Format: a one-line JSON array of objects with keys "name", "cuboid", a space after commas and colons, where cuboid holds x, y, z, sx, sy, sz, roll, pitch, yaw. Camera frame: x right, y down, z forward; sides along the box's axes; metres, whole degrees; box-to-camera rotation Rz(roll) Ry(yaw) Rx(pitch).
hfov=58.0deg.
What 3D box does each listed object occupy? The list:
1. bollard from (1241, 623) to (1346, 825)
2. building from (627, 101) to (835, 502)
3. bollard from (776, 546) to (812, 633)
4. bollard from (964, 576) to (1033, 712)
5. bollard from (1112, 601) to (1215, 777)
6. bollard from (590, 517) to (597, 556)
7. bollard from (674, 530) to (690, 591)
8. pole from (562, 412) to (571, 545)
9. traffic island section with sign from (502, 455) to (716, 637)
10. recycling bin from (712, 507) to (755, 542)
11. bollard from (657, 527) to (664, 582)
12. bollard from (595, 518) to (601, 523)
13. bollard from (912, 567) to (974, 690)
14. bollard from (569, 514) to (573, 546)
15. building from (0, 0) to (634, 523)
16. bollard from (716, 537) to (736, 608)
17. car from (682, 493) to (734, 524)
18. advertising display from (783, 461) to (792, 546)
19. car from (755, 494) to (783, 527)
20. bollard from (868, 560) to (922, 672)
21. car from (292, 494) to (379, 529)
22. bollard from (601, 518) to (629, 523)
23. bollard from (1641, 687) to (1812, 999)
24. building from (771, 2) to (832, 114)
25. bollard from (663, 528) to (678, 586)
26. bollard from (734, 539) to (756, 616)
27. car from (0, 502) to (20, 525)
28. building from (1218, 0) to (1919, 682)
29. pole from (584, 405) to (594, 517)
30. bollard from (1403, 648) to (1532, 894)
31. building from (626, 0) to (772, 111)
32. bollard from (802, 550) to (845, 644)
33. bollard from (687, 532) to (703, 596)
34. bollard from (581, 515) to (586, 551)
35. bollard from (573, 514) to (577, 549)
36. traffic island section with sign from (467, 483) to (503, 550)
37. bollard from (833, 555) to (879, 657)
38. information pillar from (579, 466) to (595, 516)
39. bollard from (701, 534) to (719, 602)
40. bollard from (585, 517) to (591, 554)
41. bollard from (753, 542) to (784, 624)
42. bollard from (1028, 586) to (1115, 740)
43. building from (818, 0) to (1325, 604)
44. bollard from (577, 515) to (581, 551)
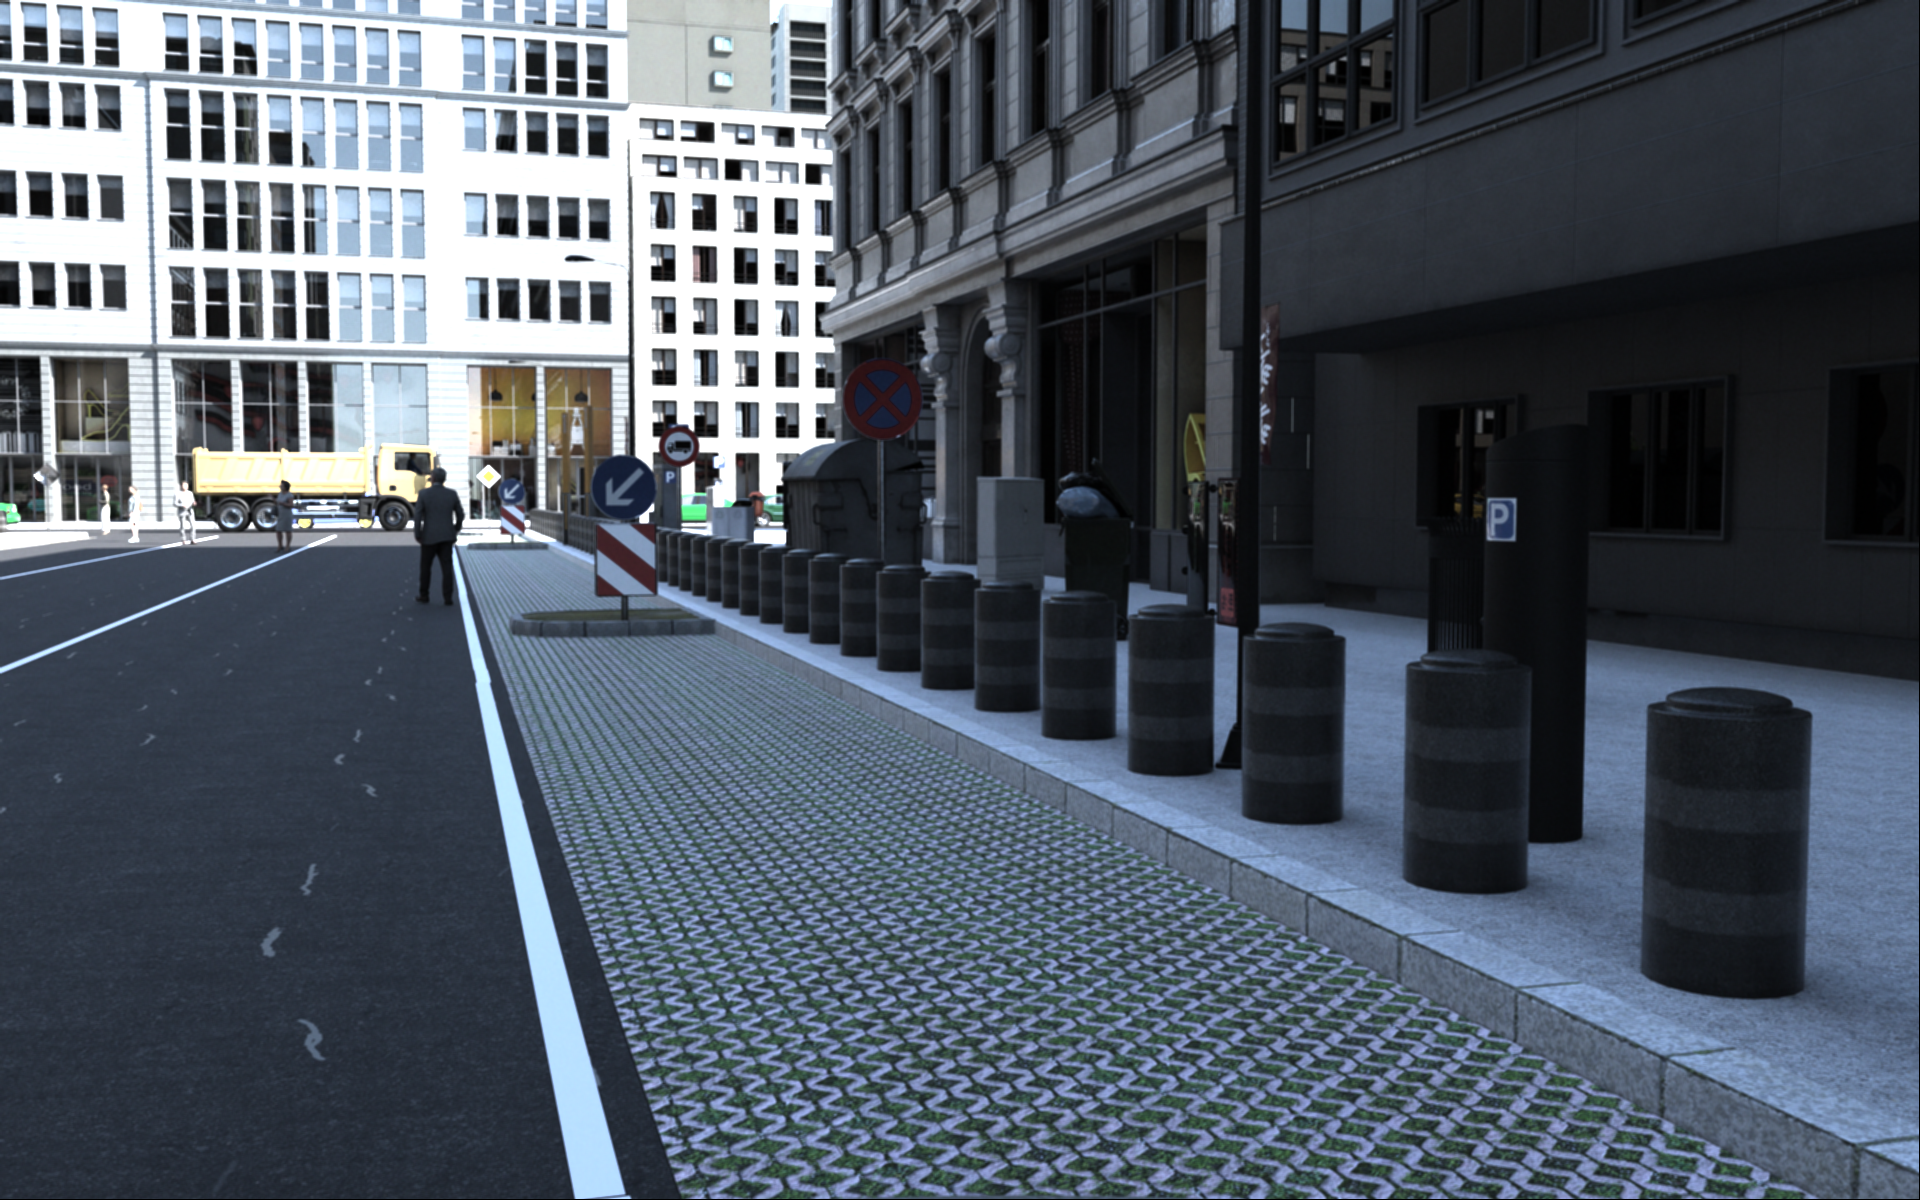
[{"name": "bollard", "cuboid": [1.325, 0.479, 6.888, 0.404, 0.777, 0.398, 0, 3, 0]}, {"name": "building", "cuboid": [-9.016, -14.399, 90.177, 16.860, 20.320, 10.420, -1, 4, -17]}, {"name": "bollard", "cuboid": [-1.447, -0.085, 16.112, 0.404, 0.777, 0.398, 0, 3, 0]}, {"name": "bollard", "cuboid": [0.286, 0.267, 10.344, 0.404, 0.777, 0.398, 0, 3, 0]}, {"name": "bollard", "cuboid": [0.979, 0.408, 8.039, 0.404, 0.777, 0.398, 0, 3, 0]}, {"name": "bollard", "cuboid": [-7.357, -1.287, 35.762, 0.404, 0.777, 0.398, 0, 3, 0]}, {"name": "bollard", "cuboid": [-3.540, -0.510, 23.055, 0.404, 0.777, 0.398, 0, 3, 0]}, {"name": "pole", "cuboid": [-9.851, -3.029, 43.371, 0.158, 3.312, 0.155, 0, 3, 0]}, {"name": "traffic island section with sign", "cuboid": [-3.704, -0.584, 18.184, 1.989, 1.847, 2.006, -1, 4, -17]}, {"name": "recycling bin", "cuboid": [-4.533, -1.351, 34.650, 0.722, 1.027, 0.722, 0, 4, 7]}, {"name": "bollard", "cuboid": [-4.232, -0.651, 25.368, 0.404, 0.777, 0.398, 0, 3, 0]}, {"name": "bollard", "cuboid": [-7.012, -1.217, 34.611, 0.404, 0.777, 0.398, 0, 3, 0]}, {"name": "bollard", "cuboid": [-0.059, 0.197, 11.495, 0.404, 0.777, 0.398, 0, 3, 0]}, {"name": "bollard", "cuboid": [-9.092, -1.640, 41.533, 0.404, 0.777, 0.398, 0, 3, 0]}, {"name": "building", "cuboid": [-31.444, -18.707, 83.357, 29.804, 29.767, 11.434, -1, 4, -17]}, {"name": "bollard", "cuboid": [-2.494, -0.297, 19.580, 0.404, 0.777, 0.398, 0, 3, 0]}, {"name": "car", "cuboid": [-11.395, -3.933, 73.104, 4.718, 1.807, 1.959, -1, 4, -15]}, {"name": "advertising display", "cuboid": [-3.349, -1.801, 34.656, 0.123, 1.923, 0.974, 1, 4, 10]}, {"name": "car", "cuboid": [-7.579, -4.002, 77.232, 4.920, 1.459, 2.131, -1, 4, -16]}, {"name": "bollard", "cuboid": [-0.408, 0.126, 12.652, 0.404, 0.777, 0.398, 0, 3, 0]}, {"name": "car", "cuboid": [-26.186, -3.845, 72.451, 3.694, 1.707, 1.945, -1, 4, -16]}, {"name": "bollard", "cuboid": [-6.669, -1.146, 33.459, 0.404, 0.777, 0.398, 0, 3, 0]}, {"name": "bollard", "cuboid": [2.019, 0.620, 4.572, 0.404, 0.777, 0.398, 0, 3, 0]}, {"name": "building", "cuboid": [-17.370, -50.164, 258.432, 20.611, 71.187, 20.563, -1, 4, -17]}, {"name": "bollard", "cuboid": [-3.883, -0.580, 24.207, 0.404, 0.777, 0.398, 0, 3, 0]}, {"name": "bollard", "cuboid": [-2.144, -0.226, 18.413, 0.404, 0.777, 0.398, 0, 3, 0]}, {"name": "car", "cuboid": [-38.504, -3.496, 65.960, 4.718, 1.807, 1.959, -1, 4, -16]}, {"name": "building", "cuboid": [12.678, -13.186, 9.097, 14.314, 27.812, 24.014, -1, 4, -17]}, {"name": "pole", "cuboid": [-8.558, -2.821, 39.967, 0.158, 3.312, 0.155, 0, 3, 0]}, {"name": "bollard", "cuboid": [1.675, 0.550, 5.724, 0.404, 0.777, 0.398, 0, 3, 0]}, {"name": "building", "cuboid": [-29.546, -32.830, 160.476, 21.300, 48.544, 21.600, -1, 4, -17]}, {"name": "bollard", "cuboid": [-1.104, -0.015, 14.960, 0.404, 0.777, 0.398, 0, 3, 0]}, {"name": "bollard", "cuboid": [-3.191, -0.439, 21.897, 0.404, 0.777, 0.398, 0, 3, 0]}, {"name": "bollard", "cuboid": [-8.051, -1.428, 38.065, 0.404, 0.777, 0.398, 0, 3, 0]}, {"name": "bollard", "cuboid": [-8.747, -1.570, 40.381, 0.404, 0.777, 0.398, 0, 3, 0]}, {"name": "traffic island section with sign", "cuboid": [-11.797, -2.230, 45.085, 1.989, 1.847, 2.006, -1, 4, -17]}, {"name": "bollard", "cuboid": [-0.755, 0.056, 13.803, 0.404, 0.777, 0.398, 0, 3, 0]}, {"name": "information pillar", "cuboid": [-9.869, -2.530, 45.858, 0.304, 2.012, 0.304, 2, 4, 31]}, {"name": "bollard", "cuboid": [-2.840, -0.369, 20.748, 0.404, 0.777, 0.398, 0, 3, 0]}, {"name": "bollard", "cuboid": [-7.706, -1.358, 36.914, 0.404, 0.777, 0.398, 0, 3, 0]}, {"name": "bollard", "cuboid": [-1.798, -0.156, 17.261, 0.404, 0.777, 0.398, 0, 3, 0]}, {"name": "bollard", "cuboid": [0.632, 0.338, 9.189, 0.404, 0.777, 0.398, 0, 3, 0]}, {"name": "building", "cuboid": [1.624, -11.541, 39.606, 10.553, 20.767, 40.483, -1, 4, -17]}, {"name": "bollard", "cuboid": [-8.400, -1.499, 39.219, 0.404, 0.777, 0.398, 0, 3, 0]}]
